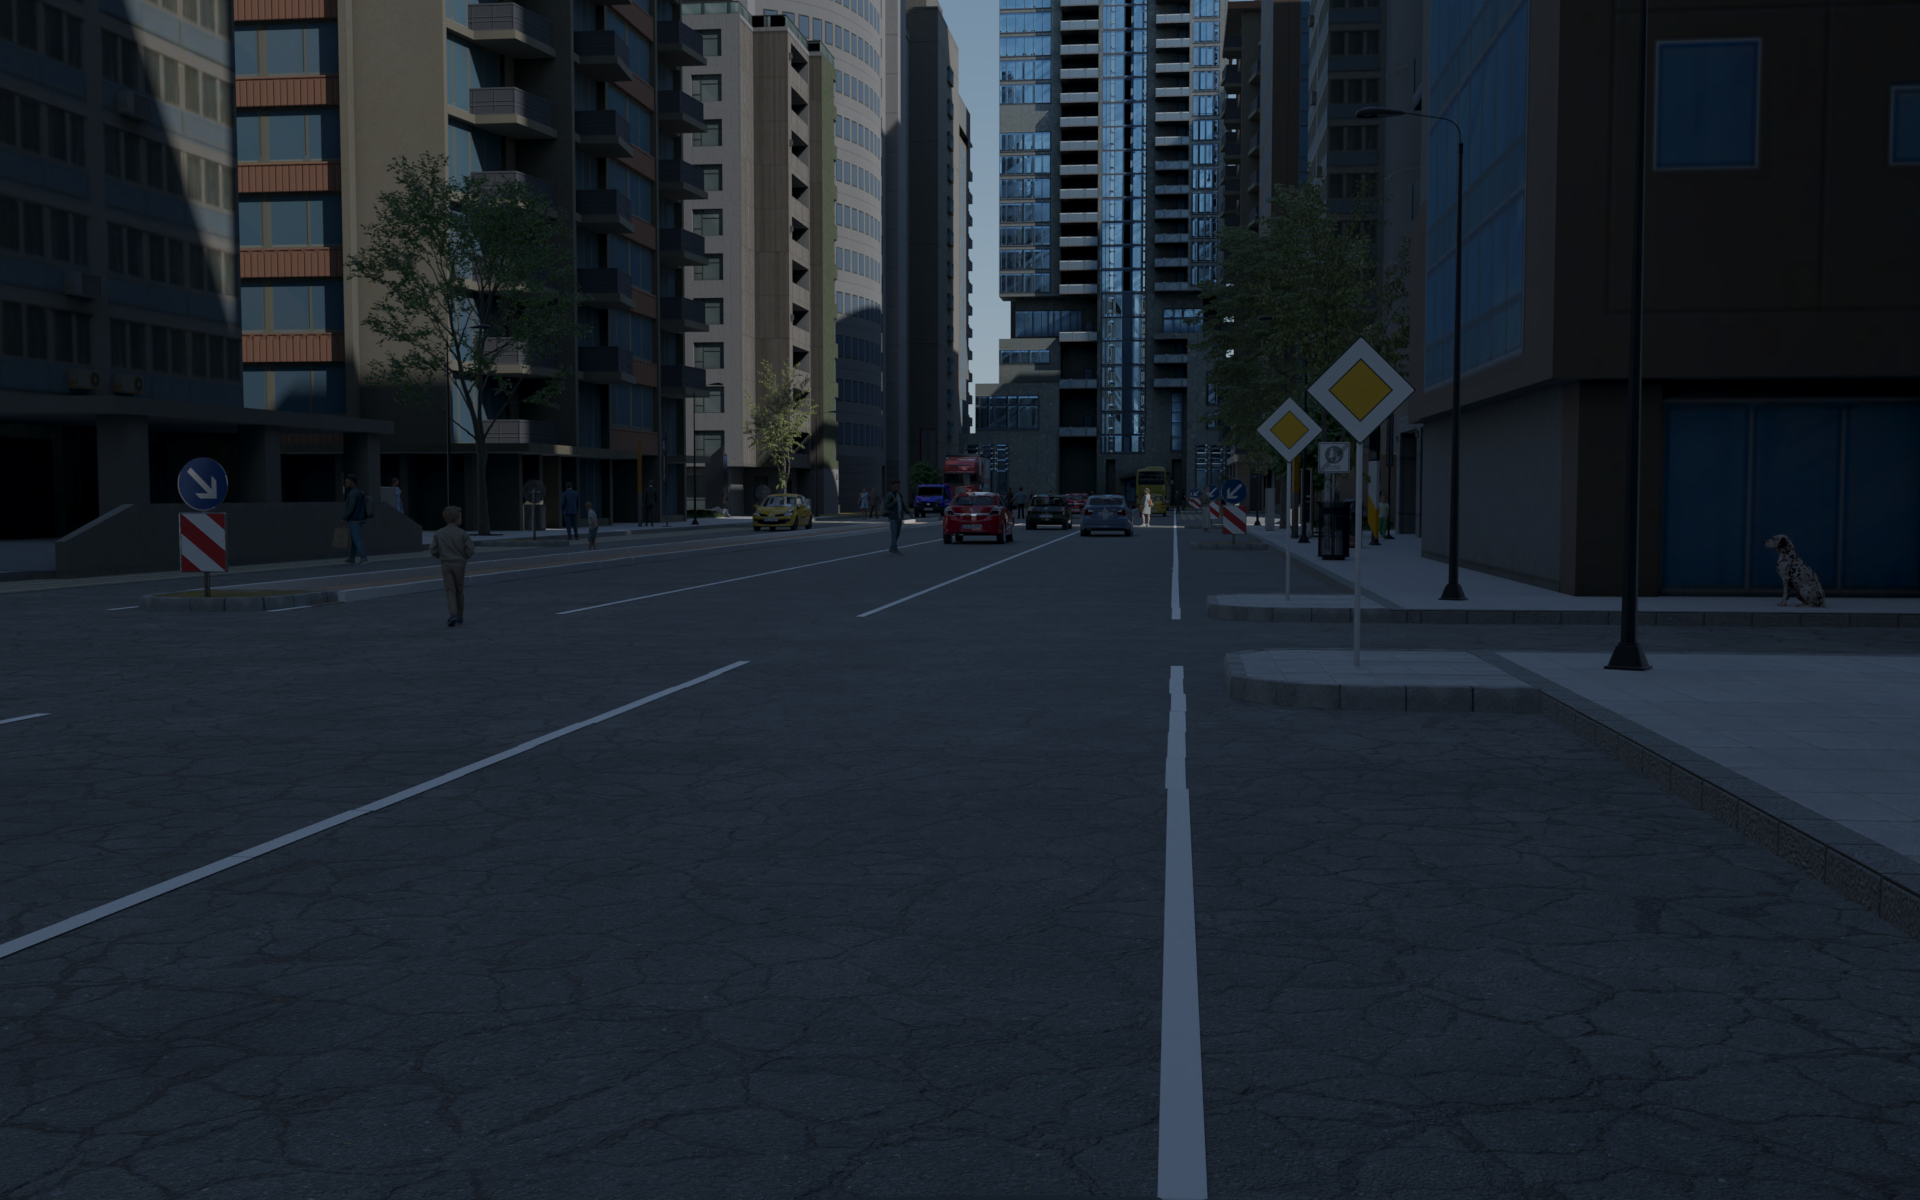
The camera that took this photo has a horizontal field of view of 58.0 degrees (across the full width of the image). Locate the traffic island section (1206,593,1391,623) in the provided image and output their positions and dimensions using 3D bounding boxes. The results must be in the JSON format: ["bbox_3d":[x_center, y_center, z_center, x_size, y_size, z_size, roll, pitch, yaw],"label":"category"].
[{"bbox_3d":[3.983,0.088,20.835,2.009,0.180,2.903,0,4,7],"label":"traffic island section"}]

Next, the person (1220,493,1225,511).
[{"bbox_3d":[20.509,-7.815,134.601,1.217,1.735,0.721,-1,4,-16],"label":"person"}]

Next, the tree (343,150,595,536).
[{"bbox_3d":[-14.828,-7.794,53.190,9.928,11.665,9.643,0,3,0],"label":"tree"}]

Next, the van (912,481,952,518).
[{"bbox_3d":[-1.672,-6.297,107.336,2.240,2.365,5.245,0,4,6],"label":"van"}]

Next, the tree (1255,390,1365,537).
[{"bbox_3d":[10.509,-4.174,51.962,4.285,4.588,4.351,0,3,0],"label":"tree"}]

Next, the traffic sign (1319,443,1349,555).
[{"bbox_3d":[7.392,-1.966,34.269,0.606,2.300,0.079,1,4,15],"label":"traffic sign"}]

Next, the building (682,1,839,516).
[{"bbox_3d":[-15.734,-20.454,106.132,14.160,30.474,14.107,0,4,7],"label":"building"}]

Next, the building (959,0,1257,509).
[{"bbox_3d":[16.479,-53.637,189.643,31.000,86.520,22.319,0,4,7],"label":"building"}]

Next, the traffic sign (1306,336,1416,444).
[{"bbox_3d":[2.975,-0.651,12.831,0.795,2.593,0.064,0,4,7],"label":"traffic sign"}]

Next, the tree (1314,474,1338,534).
[{"bbox_3d":[11.737,-3.781,56.417,1.663,3.219,1.824,0,3,0],"label":"tree"}]

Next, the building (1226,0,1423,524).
[{"bbox_3d":[28.621,-23.608,77.865,32.217,40.220,23.993,0,4,7],"label":"building"}]

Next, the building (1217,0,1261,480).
[{"bbox_3d":[34.244,-30.505,153.382,22.147,44.769,28.867,0,4,7],"label":"building"}]

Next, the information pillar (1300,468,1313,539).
[{"bbox_3d":[9.933,-2.761,49.632,0.304,2.012,0.304,1,4,18],"label":"information pillar"}]

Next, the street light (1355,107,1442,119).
[{"bbox_3d":[5.446,-2.958,20.906,1.470,5.913,1.316,0,4,7],"label":"street light"}]

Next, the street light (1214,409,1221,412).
[{"bbox_3d":[14.614,-7.498,95.128,1.470,5.913,1.316,0,4,7],"label":"street light"}]

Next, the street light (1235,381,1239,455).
[{"bbox_3d":[11.570,-5.984,70.373,1.470,5.913,1.316,0,4,7],"label":"street light"}]

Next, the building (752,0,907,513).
[{"bbox_3d":[-16.473,-35.758,126.648,21.231,58.520,28.212,0,4,7],"label":"building"}]

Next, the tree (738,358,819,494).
[{"bbox_3d":[-9.586,-8.702,92.634,4.737,8.622,4.395,0,3,0],"label":"tree"}]

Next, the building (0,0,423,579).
[{"bbox_3d":[-30.092,-21.083,36.587,32.217,40.220,23.993,0,4,7],"label":"building"}]

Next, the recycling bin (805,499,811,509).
[{"bbox_3d":[-8.556,-5.007,94.426,0.722,1.027,0.722,0,4,7],"label":"recycling bin"}]

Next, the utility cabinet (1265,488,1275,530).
[{"bbox_3d":[10.852,-3.183,60.718,0.318,1.500,1.173,0,4,8],"label":"utility cabinet"}]

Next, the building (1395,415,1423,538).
[{"bbox_3d":[22.974,-36.959,42.534,20.563,71.187,20.611,0,4,7],"label":"building"}]

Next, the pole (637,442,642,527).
[{"bbox_3d":[-12.523,-4.520,67.745,0.158,3.312,0.155,0,3,0],"label":"pole"}]

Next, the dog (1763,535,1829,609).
[{"bbox_3d":[9.579,-0.320,19.616,0.513,0.831,0.800,-1,4,-19],"label":"dog"}]

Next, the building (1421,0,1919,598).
[{"bbox_3d":[15.148,-22.987,25.957,14.200,45.320,14.600,0,4,7],"label":"building"}]

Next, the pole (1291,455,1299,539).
[{"bbox_3d":[9.640,-3.420,49.758,0.158,3.312,0.155,0,3,0],"label":"pole"}]

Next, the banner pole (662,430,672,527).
[{"bbox_3d":[-11.513,-4.748,67.649,0.401,3.779,0.863,0,4,4],"label":"banner pole"}]

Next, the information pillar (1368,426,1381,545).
[{"bbox_3d":[10.392,-3.185,43.435,0.183,3.616,0.504,-1,4,-12],"label":"information pillar"}]

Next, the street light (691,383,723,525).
[{"bbox_3d":[-10.560,-6.103,72.317,1.470,5.913,1.316,0,4,7],"label":"street light"}]

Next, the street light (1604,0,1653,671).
[{"bbox_3d":[4.372,-2.451,12.615,1.470,5.913,1.316,0,4,7],"label":"street light"}]

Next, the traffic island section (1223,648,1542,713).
[{"bbox_3d":[3.000,0.573,12.911,2.009,0.180,2.903,0,4,7],"label":"traffic island section"}]

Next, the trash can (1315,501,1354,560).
[{"bbox_3d":[7.271,-1.347,33.678,0.748,1.137,0.748,0,3,0],"label":"trash can"}]

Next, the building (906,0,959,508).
[{"bbox_3d":[-11.863,-32.940,162.274,21.600,48.544,21.300,0,4,7],"label":"building"}]

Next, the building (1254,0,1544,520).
[{"bbox_3d":[24.883,-27.601,101.380,14.600,45.320,14.200,0,4,7],"label":"building"}]

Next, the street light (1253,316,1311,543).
[{"bbox_3d":[8.461,-4.444,45.200,1.470,5.913,1.316,0,4,7],"label":"street light"}]

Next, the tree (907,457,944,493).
[{"bbox_3d":[-3.035,-10.032,147.734,4.285,4.588,4.351,0,3,0],"label":"tree"}]

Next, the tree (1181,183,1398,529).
[{"bbox_3d":[12.015,-8.873,63.200,7.486,12.596,7.792,0,3,0],"label":"tree"}]

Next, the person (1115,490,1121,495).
[{"bbox_3d":[14.351,-9.084,156.960,1.348,1.831,0.705,-2,4,-26],"label":"person"}]

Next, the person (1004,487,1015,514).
[{"bbox_3d":[2.926,-5.732,102.244,0.705,1.821,1.348,-2,4,-30],"label":"person"}]

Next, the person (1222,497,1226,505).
[{"bbox_3d":[17.770,-6.619,114.781,0.721,1.766,1.217,-2,4,-32],"label":"person"}]

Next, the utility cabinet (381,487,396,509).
[{"bbox_3d":[-17.670,-2.698,52.799,0.318,1.500,1.173,1,4,18],"label":"utility cabinet"}]

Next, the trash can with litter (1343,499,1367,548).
[{"bbox_3d":[9.479,-1.840,41.474,0.624,1.170,1.055,0,4,6],"label":"trash can with litter"}]

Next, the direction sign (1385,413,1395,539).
[{"bbox_3d":[12.179,-3.494,49.118,0.379,3.537,0.876,0,4,3],"label":"direction sign"}]

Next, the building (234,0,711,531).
[{"bbox_3d":[-23.369,-25.573,72.743,22.147,44.769,28.867,0,4,7],"label":"building"}]

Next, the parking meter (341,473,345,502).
[{"bbox_3d":[-17.095,-2.617,48.491,0.399,1.863,0.255,3,5,41],"label":"parking meter"}]

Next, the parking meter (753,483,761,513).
[{"bbox_3d":[-10.304,-5.032,87.981,0.399,1.863,0.255,0,4,-3],"label":"parking meter"}]

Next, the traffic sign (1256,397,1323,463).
[{"bbox_3d":[3.958,-1.136,20.756,0.795,2.593,0.064,0,4,7],"label":"traffic sign"}]

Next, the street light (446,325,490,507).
[{"bbox_3d":[-13.554,-4.594,47.653,1.470,5.913,1.316,0,4,7],"label":"street light"}]

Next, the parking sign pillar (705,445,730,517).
[{"bbox_3d":[-13.440,-6.553,95.612,1.447,3.967,1.447,2,4,32],"label":"parking sign pillar"}]

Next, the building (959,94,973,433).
[{"bbox_3d":[-6.395,-33.031,190.160,14.200,45.320,14.600,0,4,7],"label":"building"}]

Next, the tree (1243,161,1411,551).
[{"bbox_3d":[8.555,-5.421,38.989,4.737,8.622,4.395,0,3,0],"label":"tree"}]

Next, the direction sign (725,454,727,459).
[{"bbox_3d":[-13.492,-6.462,97.647,0.876,3.537,0.379,-3,5,-39],"label":"direction sign"}]

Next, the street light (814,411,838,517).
[{"bbox_3d":[-7.486,-7.589,96.628,1.470,5.913,1.316,0,4,7],"label":"street light"}]

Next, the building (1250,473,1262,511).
[{"bbox_3d":[31.248,-49.504,122.066,22.319,86.520,31.000,0,4,7],"label":"building"}]
